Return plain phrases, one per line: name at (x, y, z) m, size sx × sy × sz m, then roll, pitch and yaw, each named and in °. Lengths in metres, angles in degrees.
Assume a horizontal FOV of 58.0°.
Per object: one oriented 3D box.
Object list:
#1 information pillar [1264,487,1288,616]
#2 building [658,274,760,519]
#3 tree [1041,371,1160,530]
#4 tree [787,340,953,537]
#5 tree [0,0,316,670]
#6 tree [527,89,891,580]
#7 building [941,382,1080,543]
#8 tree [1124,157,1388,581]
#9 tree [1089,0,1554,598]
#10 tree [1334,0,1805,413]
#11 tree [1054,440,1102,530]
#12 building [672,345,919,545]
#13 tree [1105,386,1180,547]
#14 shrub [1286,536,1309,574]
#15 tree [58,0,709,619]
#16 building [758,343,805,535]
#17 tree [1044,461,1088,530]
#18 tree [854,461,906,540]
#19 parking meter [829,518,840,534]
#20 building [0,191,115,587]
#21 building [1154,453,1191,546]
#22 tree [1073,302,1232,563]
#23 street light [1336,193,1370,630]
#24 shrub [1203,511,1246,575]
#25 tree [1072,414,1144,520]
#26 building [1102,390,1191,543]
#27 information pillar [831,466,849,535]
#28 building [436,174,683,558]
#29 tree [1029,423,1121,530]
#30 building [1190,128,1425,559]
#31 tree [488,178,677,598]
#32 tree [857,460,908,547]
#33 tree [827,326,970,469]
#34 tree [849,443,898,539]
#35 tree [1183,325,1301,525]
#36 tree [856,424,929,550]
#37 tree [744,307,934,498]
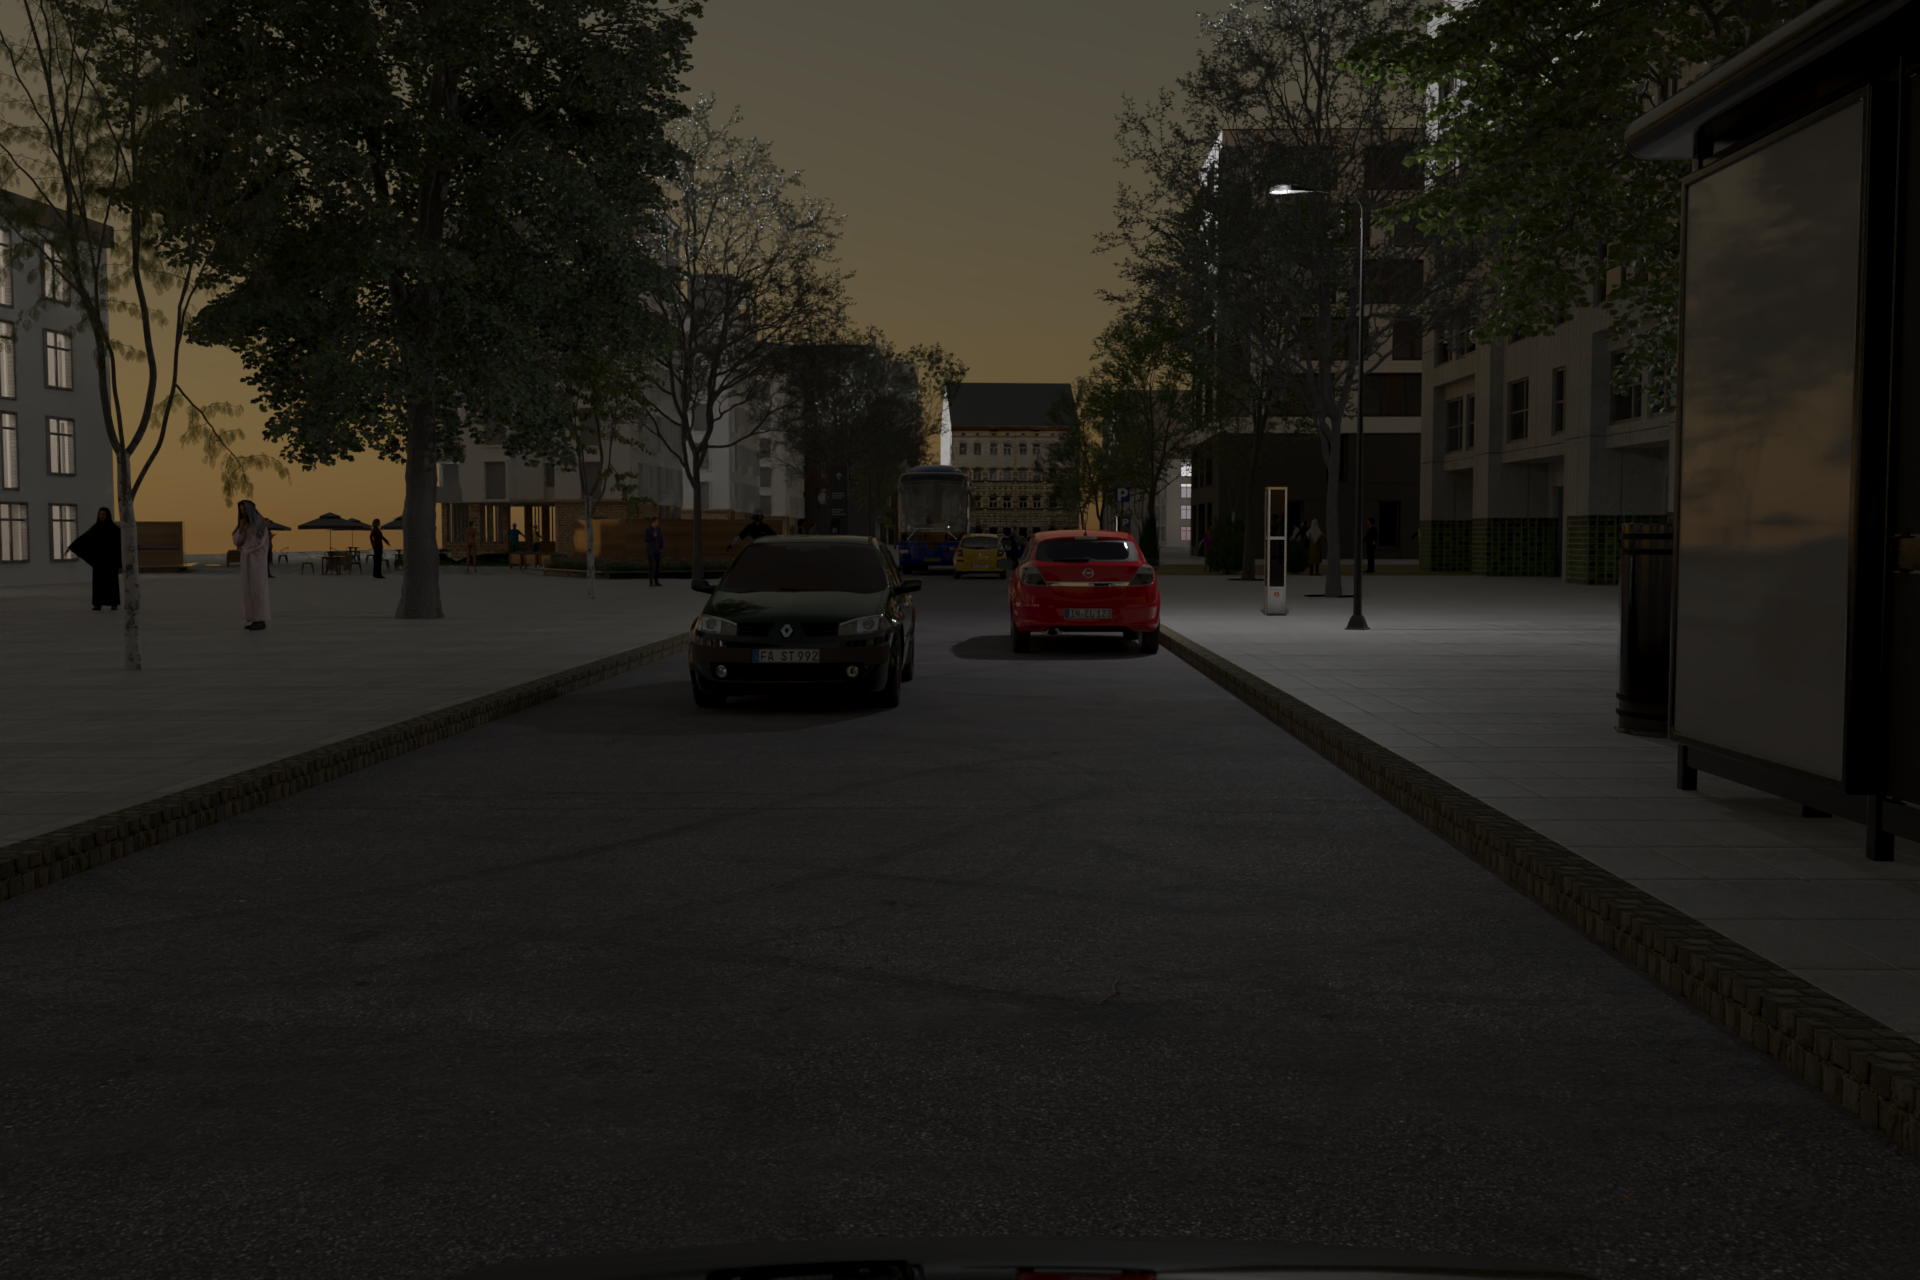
information pillar at (4.962, -1.391, 27.229) m, size 0.304 × 2.012 × 0.304 m, roll 0°, pitch 4°, yaw 1°
building at (-21.538, -16.568, 127.302) m, size 16.016 × 20.090 × 11.380 m, roll 0°, pitch 4°, yaw 2°
tree at (8.973, -11.326, 110.938) m, size 9.928 × 11.665 × 9.643 m, roll 0°, pitch 3°, yaw 0°
tree at (-5.572, -12.105, 108.282) m, size 12.009 × 13.543 × 11.850 m, roll 0°, pitch 3°, yaw 0°
tree at (-7.828, -4.037, 16.360) m, size 4.360 × 8.622 × 3.978 m, roll 0°, pitch 3°, yaw 0°
tree at (-7.482, -8.464, 48.763) m, size 12.009 × 13.543 × 11.850 m, roll 0°, pitch 3°, yaw 0°
building at (6.919, -25.480, 249.975) m, size 18.063 × 23.208 × 19.493 m, roll 0°, pitch 4°, yaw -5°
tree at (8.092, -7.439, 47.387) m, size 9.928 × 11.665 × 9.643 m, roll 0°, pitch 3°, yaw 0°
tree at (7.518, -7.620, 34.960) m, size 12.009 × 13.543 × 11.850 m, roll 0°, pitch 3°, yaw 0°
tree at (7.360, -6.009, 16.381) m, size 7.486 × 12.596 × 7.792 m, roll 0°, pitch 3°, yaw 0°
tree at (9.602, -11.259, 134.440) m, size 4.737 × 8.622 × 4.395 m, roll 0°, pitch 3°, yaw 0°
building at (-19.365, -21.971, 203.198) m, size 27.936 × 21.610 × 32.646 m, roll 0°, pitch 4°, yaw 1°
tree at (9.020, -8.357, 86.998) m, size 4.737 × 8.622 × 4.395 m, roll 0°, pitch 3°, yaw 0°
shrub at (10.753, -2.719, 55.567) m, size 1.383 × 1.207 × 1.383 m, roll 0°, pitch 3°, yaw 0°
tree at (-8.268, -7.308, 26.140) m, size 9.857 × 13.997 × 8.962 m, roll 0°, pitch 3°, yaw 0°
building at (-21.930, -19.339, 172.620) m, size 16.016 × 20.090 × 11.380 m, roll 0°, pitch 4°, yaw 1°
tree at (10.244, -12.691, 157.861) m, size 4.360 × 8.622 × 3.978 m, roll 0°, pitch 3°, yaw 0°
tree at (-5.640, -10.665, 124.738) m, size 4.737 × 8.622 × 4.395 m, roll 0°, pitch 3°, yaw 0°
parking meter at (-4.600, -3.539, 63.568) m, size 0.399 × 1.863 × 0.255 m, roll 0°, pitch 4°, yaw 2°
building at (-24.299, -5.590, 33.544) m, size 9.099 × 9.664 × 28.070 m, roll 0°, pitch 4°, yaw 2°
building at (25.883, -14.528, 179.675) m, size 9.099 × 9.664 × 28.070 m, roll 0°, pitch 4°, yaw 1°
tree at (8.492, -9.190, 76.005) m, size 9.928 × 11.665 × 9.643 m, roll 0°, pitch 3°, yaw 0°
street light at (5.885, -3.092, 23.099) m, size 1.470 × 5.913 × 1.316 m, roll 0°, pitch 4°, yaw 1°
shrub at (8.545, -3.098, 55.068) m, size 1.690 × 2.028 × 1.600 m, roll 0°, pitch 3°, yaw 0°
tree at (8.912, -8.871, 95.409) m, size 4.360 × 8.622 × 3.978 m, roll 0°, pitch 3°, yaw 0°
building at (27.462, -21.668, 220.733) m, size 16.747 × 18.905 × 31.486 m, roll 0°, pitch 4°, yaw 1°
information pillar at (-4.559, -4.667, 65.682) m, size 0.750 × 3.857 × 0.750 m, roll 0°, pitch 4°, yaw 1°
building at (-22.114, -14.443, 92.556) m, size 16.016 × 20.090 × 11.380 m, roll 0°, pitch 4°, yaw 1°
tree at (10.188, -12.890, 145.158) m, size 7.601 × 10.594 × 8.767 m, roll 3°, pitch 5°, yaw 43°
building at (27.595, -15.879, 103.599) m, size 27.936 × 21.610 × 32.646 m, roll 0°, pitch 4°, yaw 2°
tree at (-7.402, -5.119, 34.063) m, size 4.737 × 8.622 × 4.395 m, roll 0°, pitch 3°, yaw 0°
tree at (-5.723, -11.091, 131.696) m, size 4.737 × 8.622 × 4.395 m, roll 0°, pitch 3°, yaw 0°
tree at (-5.793, -18.493, 158.249) m, size 12.611 × 20.169 × 13.585 m, roll 0°, pitch 3°, yaw 0°
tree at (-5.774, -10.183, 116.850) m, size 4.737 × 8.622 × 4.395 m, roll 0°, pitch 3°, yaw 0°
tree at (9.576, -6.735, 60.475) m, size 4.360 × 8.622 × 3.978 m, roll 0°, pitch 3°, yaw 0°
tree at (-5.098, -12.748, 142.837) m, size 7.601 × 10.594 × 8.767 m, roll -3°, pitch 5°, yaw -44°
tree at (-6.452, -11.217, 93.770) m, size 12.009 × 13.543 × 11.850 m, roll 0°, pitch 3°, yaw 0°
